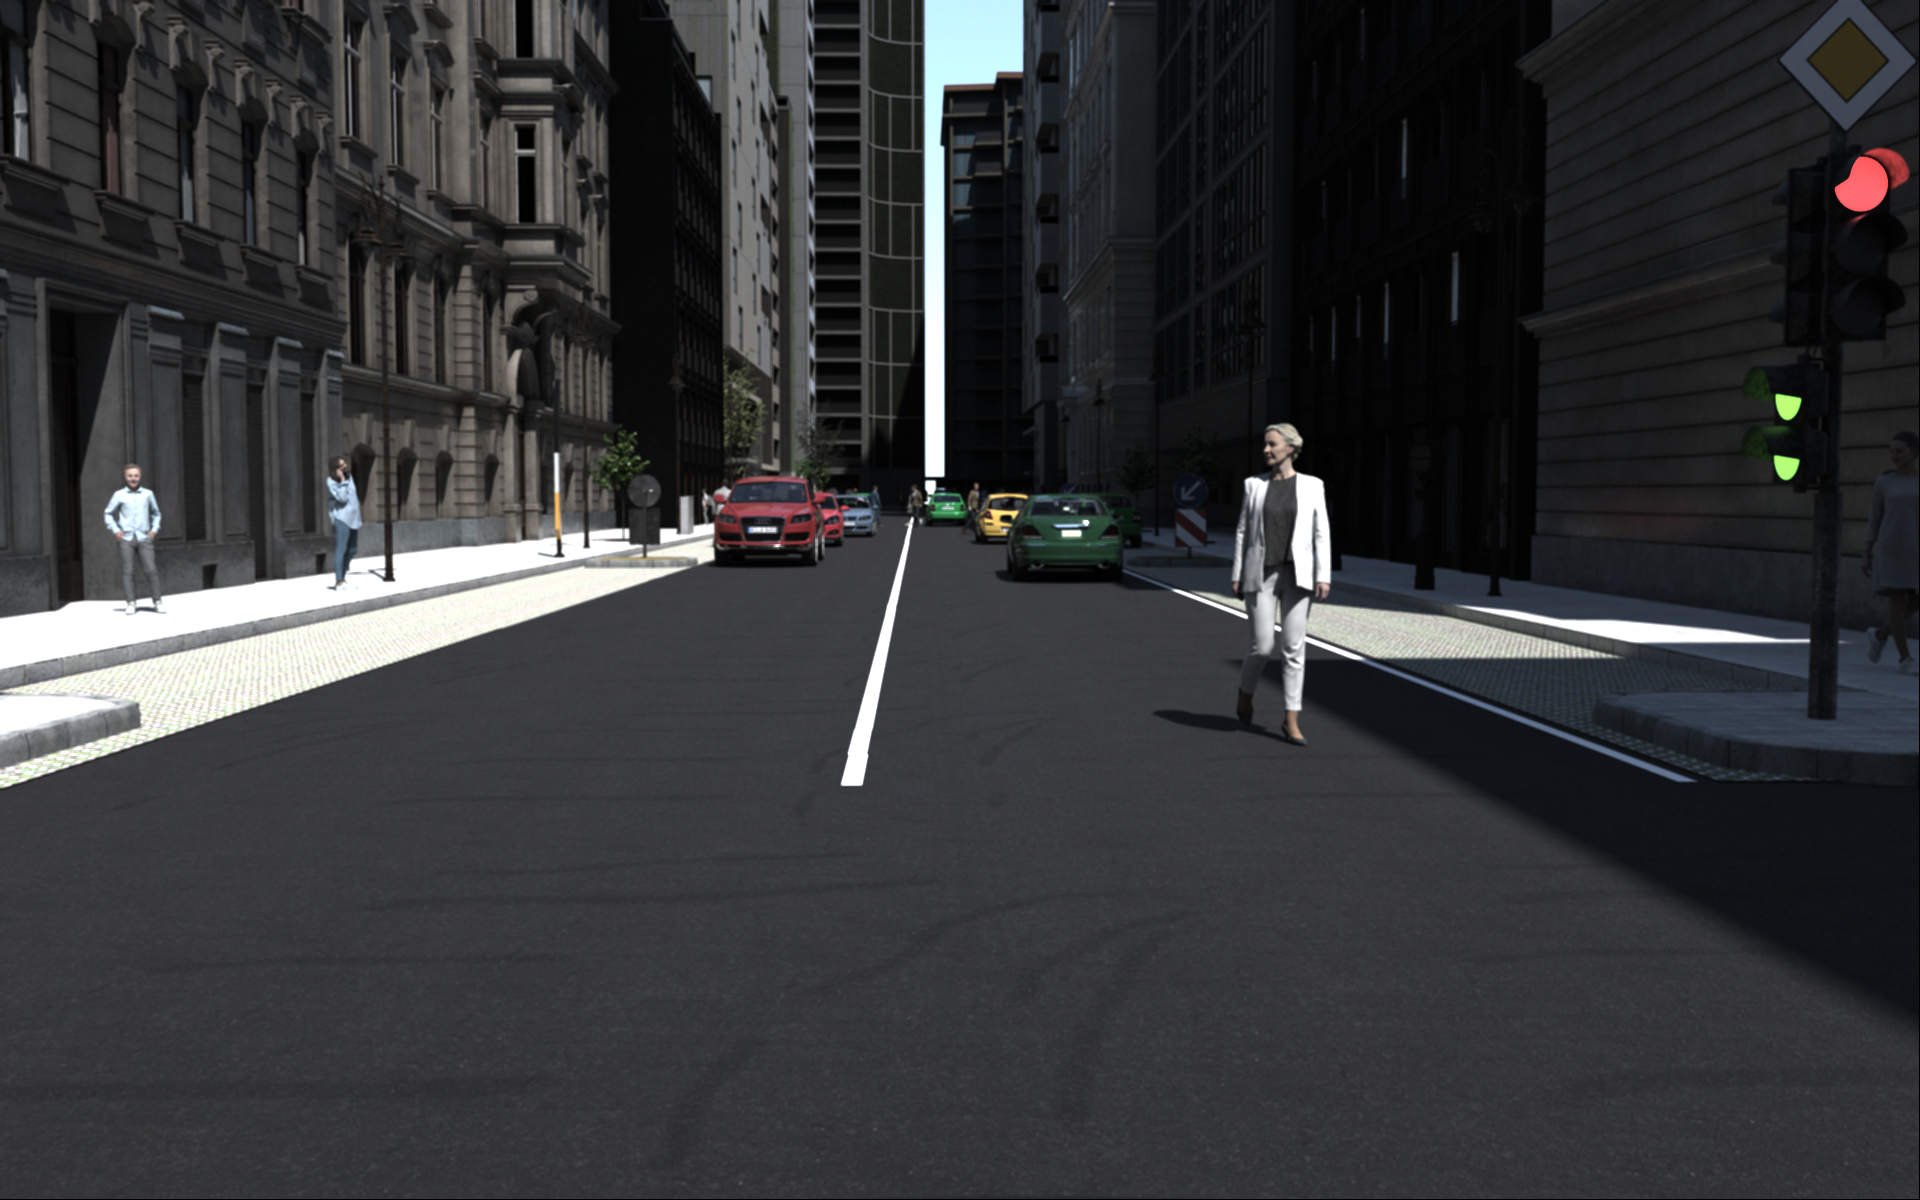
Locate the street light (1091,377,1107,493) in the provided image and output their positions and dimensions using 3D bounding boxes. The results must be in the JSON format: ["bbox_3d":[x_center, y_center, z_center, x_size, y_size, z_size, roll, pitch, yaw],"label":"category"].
[{"bbox_3d":[5.491,-5.858,68.563,0.468,5.910,1.993,0,4,-1],"label":"street light"}]

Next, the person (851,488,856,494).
[{"bbox_3d":[-6.373,-5.905,105.074,1.348,1.821,0.705,-2,4,-26],"label":"person"}]

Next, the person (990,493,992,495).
[{"bbox_3d":[3.078,-9.198,159.615,0.799,1.438,0.628,0,4,-8],"label":"person"}]

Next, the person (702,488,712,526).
[{"bbox_3d":[-10.153,-3.699,69.113,0.523,1.515,0.503,-3,5,-41],"label":"person"}]

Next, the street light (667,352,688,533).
[{"bbox_3d":[-9.186,-5.116,56.427,0.468,5.910,1.993,0,4,-1],"label":"street light"}]

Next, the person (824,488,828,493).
[{"bbox_3d":[-11.869,-9.086,154.231,1.348,1.869,0.705,0,4,8],"label":"person"}]

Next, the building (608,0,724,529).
[{"bbox_3d":[-16.826,-14.774,71.225,12.332,23.373,15.834,0,4,-1],"label":"building"}]

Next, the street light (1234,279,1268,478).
[{"bbox_3d":[6.281,-3.958,37.500,0.468,5.910,1.993,0,4,-1],"label":"street light"}]

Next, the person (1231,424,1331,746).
[{"bbox_3d":[1.864,-0.110,10.180,0.514,1.842,0.818,0,4,-7],"label":"person"}]

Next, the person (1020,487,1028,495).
[{"bbox_3d":[4.786,-7.581,129.995,1.348,1.823,0.705,3,5,42],"label":"person"}]

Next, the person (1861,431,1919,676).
[{"bbox_3d":[6.772,-0.350,12.513,0.466,1.731,0.760,0,4,-6],"label":"person"}]

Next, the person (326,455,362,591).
[{"bbox_3d":[-8.152,-1.013,22.863,0.793,1.790,0.793,-2,4,-25],"label":"person"}]

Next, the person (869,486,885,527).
[{"bbox_3d":[-3.657,-4.080,75.397,0.721,1.800,0.419,3,5,42],"label":"person"}]

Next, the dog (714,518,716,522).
[{"bbox_3d":[-10.239,-3.415,73.571,0.550,0.427,0.748,1,4,22],"label":"dog"}]

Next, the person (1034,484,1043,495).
[{"bbox_3d":[2.902,-3.505,65.978,0.590,1.801,0.661,2,4,33],"label":"person"}]

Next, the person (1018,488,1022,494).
[{"bbox_3d":[4.554,-7.755,133.540,0.721,1.736,1.217,2,4,32],"label":"person"}]

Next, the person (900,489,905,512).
[{"bbox_3d":[-4.627,-7.919,138.067,0.705,1.812,1.348,0,4,-7],"label":"person"}]

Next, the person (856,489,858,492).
[{"bbox_3d":[-7.026,-6.492,115.169,0.721,1.766,1.217,1,4,13],"label":"person"}]

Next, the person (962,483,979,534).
[{"bbox_3d":[0.470,-3.249,61.540,0.836,1.842,0.656,0,4,1],"label":"person"}]

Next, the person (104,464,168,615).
[{"bbox_3d":[-8.822,-0.653,18.523,0.589,1.601,0.330,-2,4,-25],"label":"person"}]

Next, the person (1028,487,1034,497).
[{"bbox_3d":[5.085,-7.145,123.413,0.434,1.755,0.990,-2,4,-26],"label":"person"}]

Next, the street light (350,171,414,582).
[{"bbox_3d":[-8.377,-3.208,25.246,0.468,5.910,1.993,0,4,-1],"label":"street light"}]

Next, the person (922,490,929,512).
[{"bbox_3d":[-2.831,-8.069,141.144,0.721,1.735,1.217,2,4,31],"label":"person"}]

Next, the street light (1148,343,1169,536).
[{"bbox_3d":[6.045,-4.908,53.035,0.468,5.910,1.993,0,4,-1],"label":"street light"}]

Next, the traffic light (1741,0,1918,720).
[{"bbox_3d":[4.915,-1.277,9.798,0.839,4.253,0.868,0,4,-1],"label":"traffic light"}]

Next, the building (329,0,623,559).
[{"bbox_3d":[-17.370,-13.867,45.803,14.460,24.649,34.723,0,4,-1],"label":"building"}]

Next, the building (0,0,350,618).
[{"bbox_3d":[-14.635,-10.401,19.204,9.793,20.994,18.267,0,4,-1],"label":"building"}]

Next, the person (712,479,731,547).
[{"bbox_3d":[-6.327,-2.320,46.275,0.661,1.843,0.795,1,4,12],"label":"person"}]

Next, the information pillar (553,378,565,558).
[{"bbox_3d":[-8.117,-2.666,34.948,0.183,3.616,0.504,0,4,-7],"label":"information pillar"}]

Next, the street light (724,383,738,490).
[{"bbox_3d":[-9.515,-6.066,71.960,0.468,5.910,1.993,0,4,-1],"label":"street light"}]

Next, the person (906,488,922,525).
[{"bbox_3d":[-2.120,-4.264,78.962,0.760,1.731,0.466,-1,4,-9],"label":"person"}]

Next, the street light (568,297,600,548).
[{"bbox_3d":[-8.852,-4.166,40.894,0.468,5.910,1.993,0,4,-1],"label":"street light"}]

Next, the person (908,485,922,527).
[{"bbox_3d":[-1.965,-4.137,76.044,0.656,1.842,0.836,0,4,6],"label":"person"}]

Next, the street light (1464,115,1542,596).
[{"bbox_3d":[6.737,-2.989,21.650,0.468,5.910,1.993,0,4,-1],"label":"street light"}]

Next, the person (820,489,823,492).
[{"bbox_3d":[-11.354,-8.319,142.057,0.705,1.824,1.348,-1,4,-11],"label":"person"}]

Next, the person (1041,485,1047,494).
[{"bbox_3d":[5.164,-6.266,108.454,0.705,1.831,1.348,3,4,39],"label":"person"}]

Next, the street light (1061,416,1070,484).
[{"bbox_3d":[5.133,-6.840,84.620,0.468,5.910,1.993,0,4,-1],"label":"street light"}]
